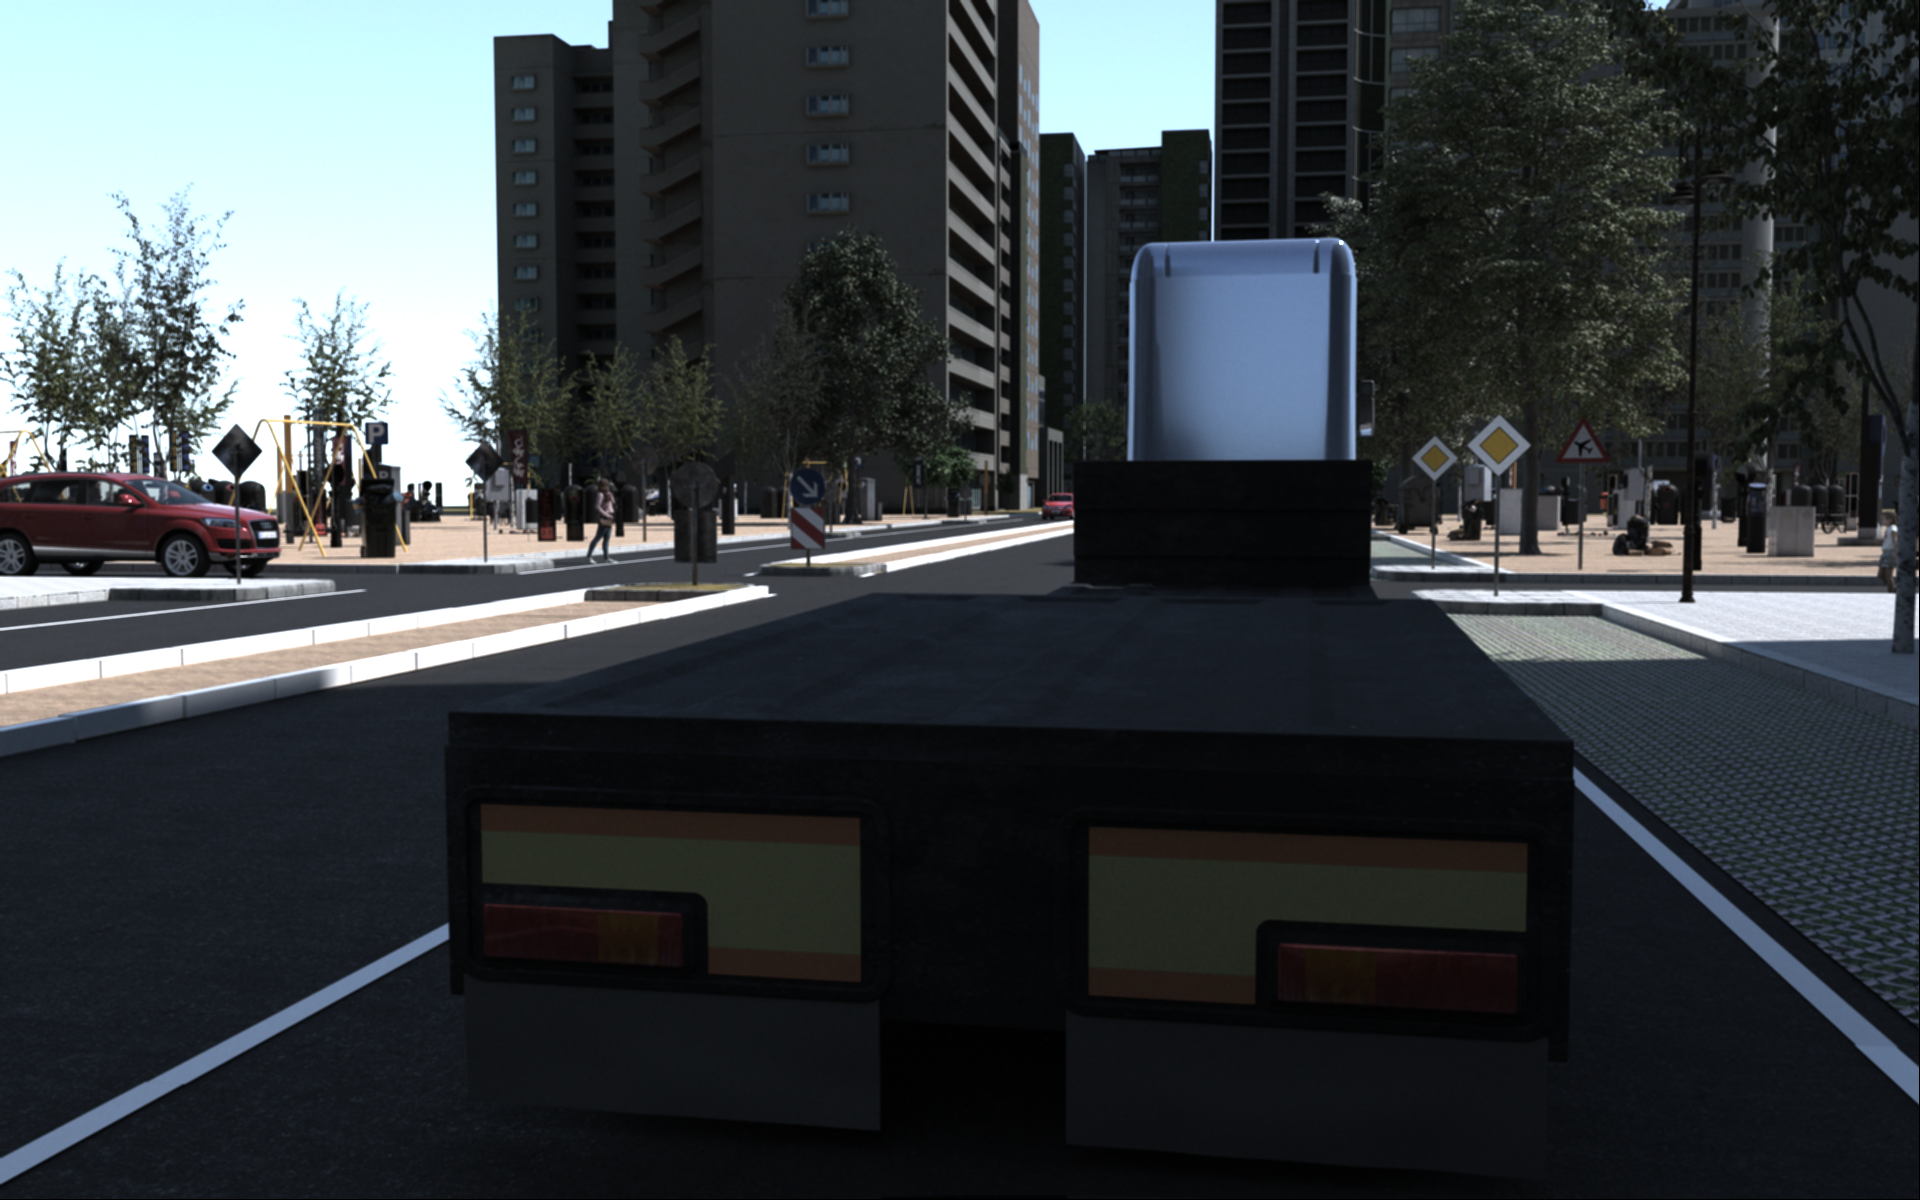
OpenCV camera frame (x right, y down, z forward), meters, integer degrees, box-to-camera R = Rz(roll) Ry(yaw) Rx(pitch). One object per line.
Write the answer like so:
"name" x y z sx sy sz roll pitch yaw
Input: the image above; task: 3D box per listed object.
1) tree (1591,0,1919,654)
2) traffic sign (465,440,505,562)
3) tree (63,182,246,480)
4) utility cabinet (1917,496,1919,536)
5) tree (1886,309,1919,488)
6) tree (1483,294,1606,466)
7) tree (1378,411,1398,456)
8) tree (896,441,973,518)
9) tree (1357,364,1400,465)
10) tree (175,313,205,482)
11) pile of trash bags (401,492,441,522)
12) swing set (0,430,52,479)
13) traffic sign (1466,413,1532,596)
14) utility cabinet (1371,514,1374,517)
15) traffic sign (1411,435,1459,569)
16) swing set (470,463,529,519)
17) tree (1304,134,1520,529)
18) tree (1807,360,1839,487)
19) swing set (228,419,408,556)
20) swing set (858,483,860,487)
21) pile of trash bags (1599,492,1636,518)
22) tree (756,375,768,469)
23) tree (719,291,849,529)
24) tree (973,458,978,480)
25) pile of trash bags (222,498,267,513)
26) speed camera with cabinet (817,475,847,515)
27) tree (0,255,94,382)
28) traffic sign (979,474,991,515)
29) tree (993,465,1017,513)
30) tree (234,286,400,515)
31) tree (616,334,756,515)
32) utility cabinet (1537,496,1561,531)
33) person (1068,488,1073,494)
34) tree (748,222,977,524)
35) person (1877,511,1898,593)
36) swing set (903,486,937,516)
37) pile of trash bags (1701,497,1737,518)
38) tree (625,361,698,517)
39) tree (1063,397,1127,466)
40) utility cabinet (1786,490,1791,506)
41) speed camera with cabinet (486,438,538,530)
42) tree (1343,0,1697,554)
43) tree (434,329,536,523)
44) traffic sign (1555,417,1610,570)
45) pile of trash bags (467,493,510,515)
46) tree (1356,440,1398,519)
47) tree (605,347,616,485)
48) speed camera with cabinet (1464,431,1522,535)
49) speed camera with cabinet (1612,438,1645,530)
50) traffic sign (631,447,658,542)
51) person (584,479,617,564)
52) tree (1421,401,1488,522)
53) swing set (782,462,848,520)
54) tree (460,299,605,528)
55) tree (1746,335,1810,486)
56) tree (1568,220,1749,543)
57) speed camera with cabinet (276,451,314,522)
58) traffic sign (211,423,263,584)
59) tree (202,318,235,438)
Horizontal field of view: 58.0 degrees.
"tree" 7.506 -3.889 13.952 4.737 8.622 4.395 0 3 0
"traffic sign" -8.909 -1.764 32.477 0.795 2.450 0.064 1 4 10
"tree" -19.031 -5.553 41.159 4.360 8.622 3.978 0 3 0
"utility cabinet" 29.177 -2.525 52.450 1.020 1.237 0.306 2 4 33
"tree" 36.380 -7.015 65.061 4.360 8.622 3.978 0 3 0
"tree" 29.614 -9.955 88.511 9.928 11.665 9.643 0 3 0
"tree" 23.526 -10.539 106.732 8.767 10.594 7.601 -1 4 -18
"tree" -1.838 -6.622 91.991 4.285 4.588 4.351 0 3 0
"tree" 23.349 -9.007 97.626 4.737 8.622 4.395 0 3 0
"tree" -30.605 -6.821 61.892 4.737 8.622 4.395 0 3 0
"pile of trash bags" -25.637 -4.259 79.379 1.912 1.369 3.447 2 4 32
"swing set" -23.685 -2.776 43.007 3.119 2.851 2.862 3 5 41
"traffic sign" 6.722 -1.102 21.665 0.795 2.450 0.064 1 4 10
"utility cabinet" 22.576 -5.332 95.864 0.318 1.500 1.173 0 4 -4
"traffic sign" 8.081 -1.584 29.534 0.795 2.450 0.064 1 4 10
"swing set" -23.379 -5.500 87.548 3.119 2.851 2.862 -1 4 -15
"tree" 16.255 -9.555 62.884 9.857 13.997 8.962 0 3 0
"tree" 42.246 -8.187 84.220 4.360 8.622 3.978 0 3 0
"swing set" -14.035 -2.419 37.176 2.862 2.851 3.119 1 4 17
"swing set" -7.178 -6.707 107.285 2.862 2.851 3.119 1 4 15
"pile of trash bags" 36.388 -5.159 94.107 3.447 1.369 1.912 0 4 -7
"tree" -13.296 -9.596 107.257 4.737 8.622 4.395 0 3 0
"tree" -6.312 -6.877 62.805 4.360 8.622 3.978 0 3 0
"tree" -0.631 -7.089 99.622 4.285 4.588 4.351 0 3 0
"pile of trash bags" -39.355 -5.247 95.536 1.912 1.369 3.447 -1 4 -12
"speed camera with cabinet" -7.873 -6.748 104.668 2.038 3.252 0.660 0 4 -7
"tree" -28.260 -6.358 54.312 4.737 8.622 4.395 0 3 0
"traffic sign" 1.524 -6.559 107.347 0.768 2.556 0.104 1 4 17
"tree" 3.229 -7.447 116.360 1.663 3.219 1.824 0 3 0
"tree" -22.425 -6.835 62.122 4.737 8.622 4.395 0 3 0
"tree" -12.483 -7.888 79.327 4.737 8.622 4.395 0 3 0
"utility cabinet" 20.650 -3.056 61.134 1.020 1.237 0.306 3 5 43
"person" 7.319 -6.563 115.770 1.348 1.831 0.705 0 4 -6
"tree" -4.544 -9.577 73.585 9.611 12.733 9.660 0 3 0
"person" 12.409 -0.579 22.986 0.382 1.210 0.505 1 4 14
"swing set" -1.862 -6.546 104.651 3.119 2.851 2.862 1 4 10
"pile of trash bags" 41.963 -5.231 95.272 3.447 1.369 1.912 -1 4 -20
"tree" -16.165 -8.872 95.424 4.360 8.622 3.978 0 3 0
"tree" 14.169 -15.768 183.560 9.928 11.665 9.643 0 3 0
"utility cabinet" 44.950 -5.164 93.117 1.173 1.500 0.318 -2 4 -24
"speed camera with cabinet" -15.889 -4.142 62.056 2.038 3.252 0.660 -2 4 -31
"tree" 11.797 -7.258 36.788 7.486 12.596 7.792 0 3 0
"tree" -20.868 -7.755 77.149 4.360 8.622 3.978 0 3 0
"traffic sign" 10.505 -1.790 29.266 0.884 2.594 0.081 1 4 12
"pile of trash bags" -28.670 -5.825 104.987 3.447 1.369 1.912 2 4 35
"tree" 21.002 -6.486 89.754 4.285 4.588 4.351 0 3 0
"tree" -16.947 -8.196 84.371 4.737 8.622 4.395 0 3 0
"speed camera with cabinet" 16.921 -3.673 54.396 2.038 3.252 0.660 3 5 41
"speed camera with cabinet" 24.070 -4.162 62.382 0.660 3.252 2.038 0 4 7
"traffic sign" -8.525 -2.853 46.754 0.768 2.556 0.104 1 4 11
"person" -7.424 -1.631 35.751 0.643 1.750 0.593 0 4 -3
"tree" 22.975 -7.946 80.283 4.360 8.622 3.978 0 3 0
"swing set" -7.147 -5.325 84.682 3.119 2.851 2.862 -1 4 -17
"tree" -16.896 -7.073 66.009 4.737 8.622 4.395 0 3 0
"tree" 27.728 -6.896 63.118 4.360 8.622 3.978 0 3 0
"tree" 18.033 -5.809 45.338 4.360 8.622 3.978 0 3 0
"speed camera with cabinet" -30.381 -5.187 79.142 0.660 3.252 2.038 1 4 16
"traffic sign" -10.268 -1.282 24.608 0.795 2.450 0.064 1 4 10
"tree" -31.203 -7.276 69.323 4.737 8.622 4.395 0 3 0
